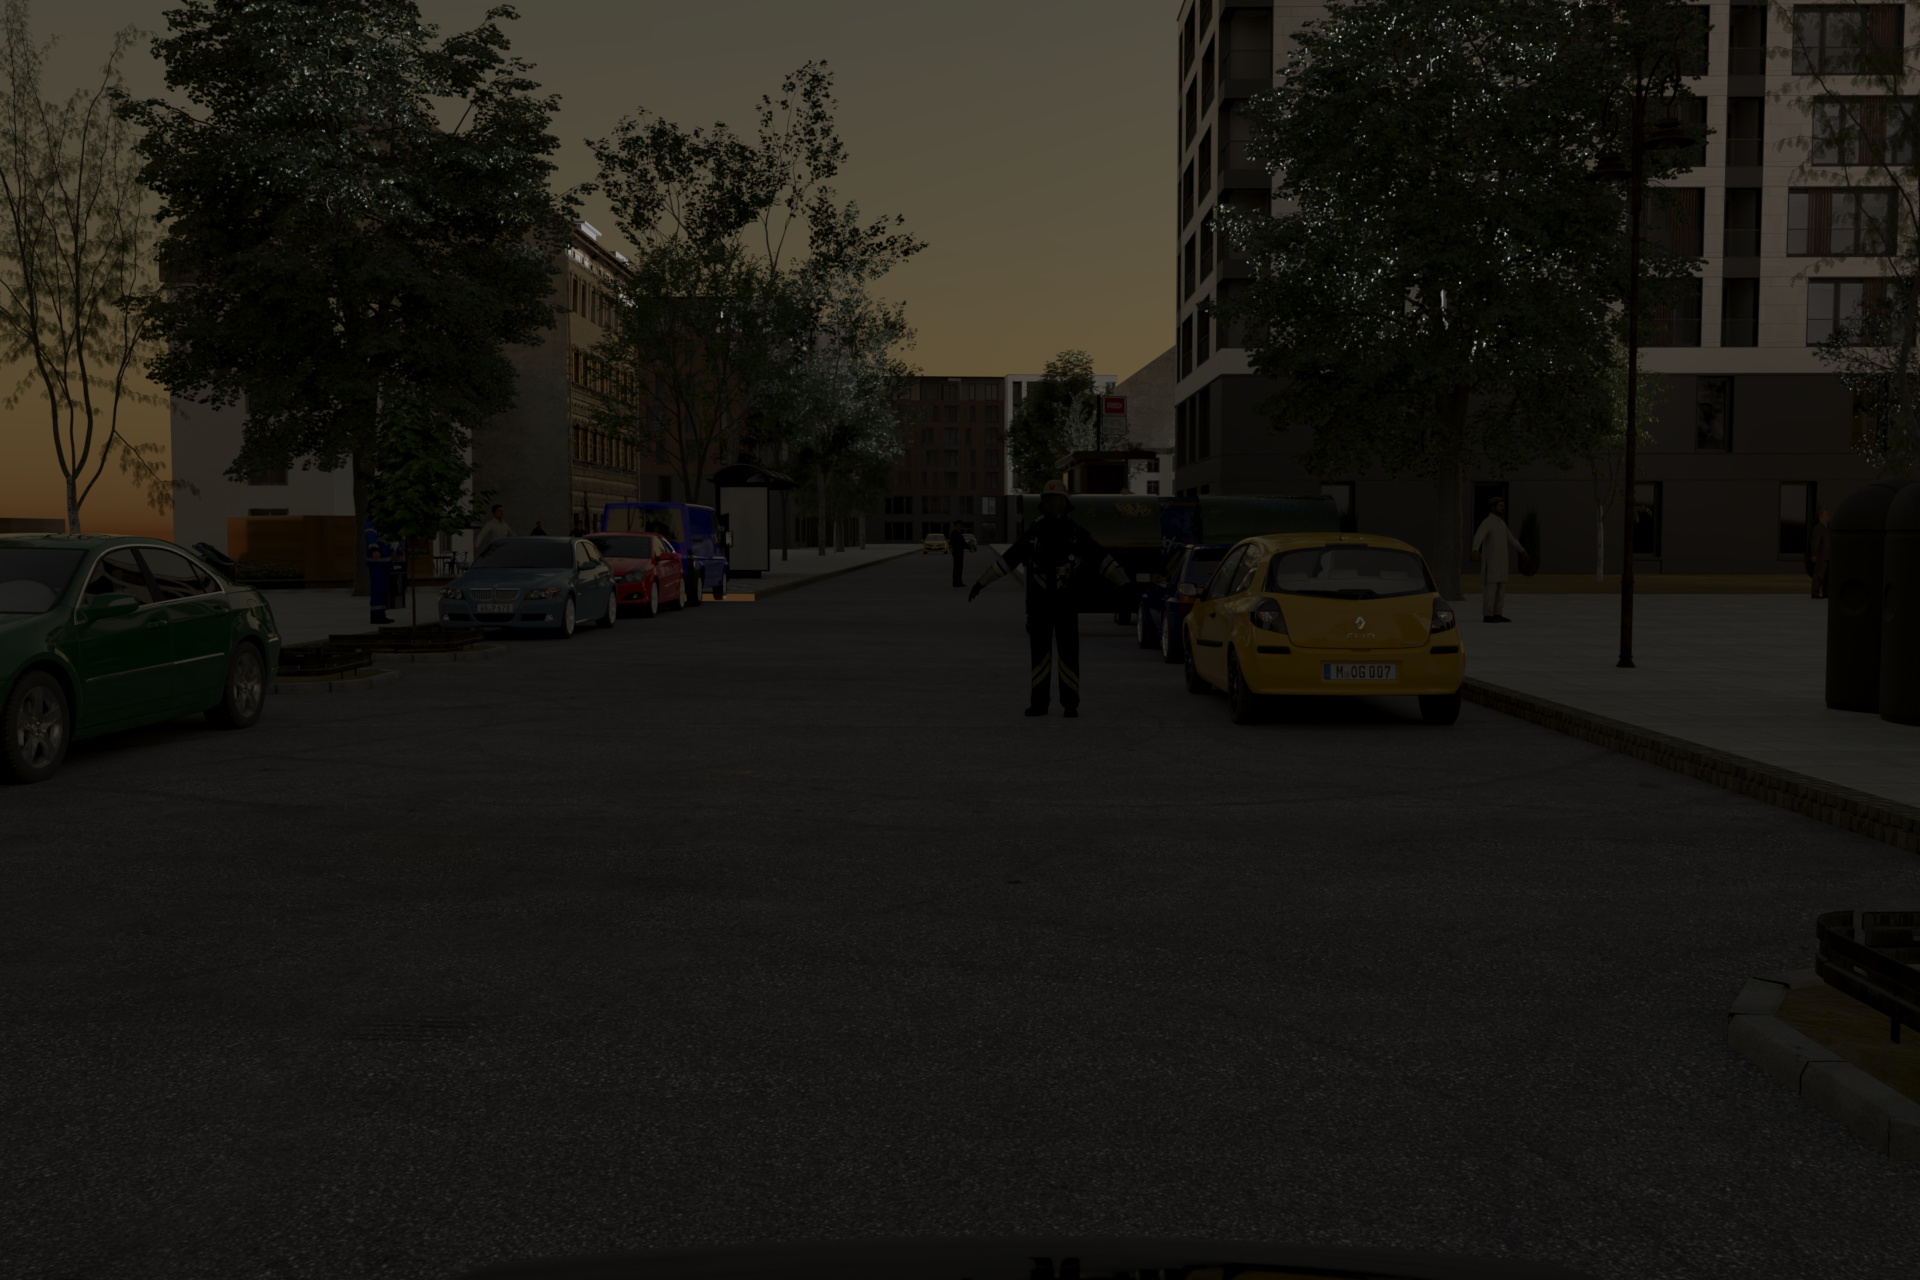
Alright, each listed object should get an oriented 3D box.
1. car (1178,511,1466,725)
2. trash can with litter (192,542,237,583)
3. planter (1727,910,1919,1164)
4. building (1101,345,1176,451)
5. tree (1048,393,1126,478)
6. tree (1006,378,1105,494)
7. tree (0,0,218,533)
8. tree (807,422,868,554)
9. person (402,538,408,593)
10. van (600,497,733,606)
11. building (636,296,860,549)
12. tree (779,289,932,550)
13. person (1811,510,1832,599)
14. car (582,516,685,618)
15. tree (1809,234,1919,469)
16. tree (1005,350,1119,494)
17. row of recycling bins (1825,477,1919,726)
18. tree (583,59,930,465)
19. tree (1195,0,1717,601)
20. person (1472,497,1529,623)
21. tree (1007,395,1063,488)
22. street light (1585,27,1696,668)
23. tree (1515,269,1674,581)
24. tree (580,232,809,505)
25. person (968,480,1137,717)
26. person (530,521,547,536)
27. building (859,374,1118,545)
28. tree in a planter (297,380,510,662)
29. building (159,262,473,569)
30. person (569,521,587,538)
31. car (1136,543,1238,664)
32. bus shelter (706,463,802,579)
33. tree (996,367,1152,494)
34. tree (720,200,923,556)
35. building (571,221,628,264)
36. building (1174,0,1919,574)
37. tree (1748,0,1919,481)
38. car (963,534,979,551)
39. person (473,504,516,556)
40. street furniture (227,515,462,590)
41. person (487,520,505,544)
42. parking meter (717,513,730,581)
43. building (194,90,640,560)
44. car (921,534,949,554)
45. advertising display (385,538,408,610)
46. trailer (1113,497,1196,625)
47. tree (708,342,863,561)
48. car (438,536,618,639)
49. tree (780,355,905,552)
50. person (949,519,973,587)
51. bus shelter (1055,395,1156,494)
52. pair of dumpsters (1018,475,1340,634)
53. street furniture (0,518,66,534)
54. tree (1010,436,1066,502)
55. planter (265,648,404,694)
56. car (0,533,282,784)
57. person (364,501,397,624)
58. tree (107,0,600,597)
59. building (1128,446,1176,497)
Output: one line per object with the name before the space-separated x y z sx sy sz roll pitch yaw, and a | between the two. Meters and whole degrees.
car | 2.894 -0.259 14.452 2.015 1.641 3.980 0 3 0
trash can with litter | -9.880 -0.742 23.514 1.055 1.170 0.624 0 4 1
planter | 3.138 1.021 4.447 1.991 0.319 1.994 0 4 1
building | 25.484 -22.425 197.581 19.493 23.208 18.063 0 4 1
tree | 6.492 -8.509 89.488 4.360 8.622 3.978 0 3 0
tree | 6.616 -11.638 116.031 9.928 11.665 9.643 0 3 0
tree | -11.951 -4.463 23.335 4.360 8.622 3.978 0 3 0
tree | -8.203 -9.889 112.048 4.360 8.622 3.978 0 3 0
person | -12.281 -1.965 37.990 0.705 1.847 1.347 -1 4 -13
van | -6.055 -1.932 35.966 2.240 2.365 5.245 0 4 1
building | -24.732 -19.653 165.294 27.936 21.610 32.646 0 4 1
tree | -8.521 -17.180 136.780 12.611 20.169 13.585 0 3 0
person | 17.192 -1.699 34.368 0.990 1.755 0.434 -2 4 -33
car | -6.099 -1.344 31.013 2.155 1.783 4.494 0 4 1
tree | 28.740 -6.981 48.554 8.767 10.594 7.601 1 4 13
tree | 6.540 -11.556 107.063 7.486 12.596 7.792 0 3 0
row of recycling bins | 6.753 -0.253 11.254 1.069 1.692 3.534 0 4 1
tree | -7.990 -13.025 68.851 12.611 20.169 13.585 0 3 0
tree | 9.298 -7.731 33.060 9.857 13.997 8.962 0 3 0
person | 7.786 -1.164 25.120 1.344 1.819 0.704 -3 5 -40
tree | 6.931 -12.198 125.191 9.928 11.665 9.643 0 3 0
street light | 6.412 -2.674 16.506 0.468 5.910 1.993 0 4 0
tree | 17.207 -5.887 46.610 4.737 8.622 4.395 0 3 0
tree | -9.073 -8.133 58.736 9.928 11.665 9.643 0 3 0
person | 0.738 -0.329 13.619 1.354 1.856 0.705 1 4 17
person | -16.875 -3.871 69.512 0.704 1.802 1.346 2 4 31
building | 2.559 -23.669 233.418 32.646 21.610 27.936 0 4 -5
tree in a planter | -6.407 -1.408 20.236 1.991 3.239 1.994 0 4 2
building | -23.768 -7.677 67.665 9.099 9.664 28.070 0 4 1
person | -15.244 -3.867 69.413 0.705 1.806 1.347 3 5 42
car | 3.108 -0.485 20.515 1.945 1.354 3.894 0 4 -1
bus shelter | -6.128 -3.562 52.159 2.014 3.302 5.546 0 4 3
tree | 6.451 -9.896 96.213 8.767 10.594 7.601 -1 4 -10
tree | -8.098 -14.940 100.153 12.611 20.169 13.585 0 3 0
building | -27.567 -15.268 106.051 16.016 20.090 11.380 0 3 0
building | 22.584 -13.898 71.202 27.936 21.610 32.646 0 4 1
tree | 8.737 -4.007 15.880 4.360 8.622 3.978 0 3 0
car | 0.497 -8.077 143.860 2.131 1.459 4.920 0 4 0
person | -8.257 -1.524 31.069 0.704 1.810 1.344 2 4 31
street furniture | -17.123 -2.305 44.549 11.010 1.723 9.812 -3 5 -42
person | -17.060 -3.578 64.627 1.347 1.817 0.704 1 4 11
parking meter | -6.555 -2.566 47.667 0.399 1.863 0.255 0 4 1
building | -28.502 -16.106 94.269 19.493 23.208 18.063 0 3 0
car | -1.748 -6.969 124.169 2.015 1.641 3.980 0 4 1
advertising display | -9.688 -1.496 29.675 0.123 1.923 0.974 0 4 1
trailer | 3.199 -1.305 28.390 1.471 1.999 3.904 0 4 0
tree | -8.238 -9.097 83.147 8.767 10.594 7.601 2 4 27
car | -6.180 -0.808 25.217 2.014 1.417 4.499 0 4 1
tree | -8.507 -13.150 121.652 9.857 13.997 8.962 0 3 0
person | -0.023 -2.362 47.012 0.705 1.837 1.347 2 4 26
bus shelter | 3.815 -4.294 47.843 2.179 5.291 8.768 0 4 -1
pair of dumpsters | 3.044 -1.194 24.470 4.436 2.255 1.574 0 4 0
street furniture | -27.149 -2.450 46.911 11.010 1.723 9.812 0 4 -7
tree | 7.689 -12.606 140.526 7.601 10.594 8.767 -1 4 -13
planter | -6.445 0.285 16.484 1.991 0.319 1.994 0 4 0
car | -6.178 0.022 11.441 2.131 1.459 4.920 0 4 1
person | -8.315 -1.154 24.841 0.704 1.831 1.345 -1 4 -8
tree | -12.194 -7.869 35.321 9.857 13.997 8.962 0 3 0
building | 21.181 -13.868 168.889 9.099 9.664 28.070 0 3 0
